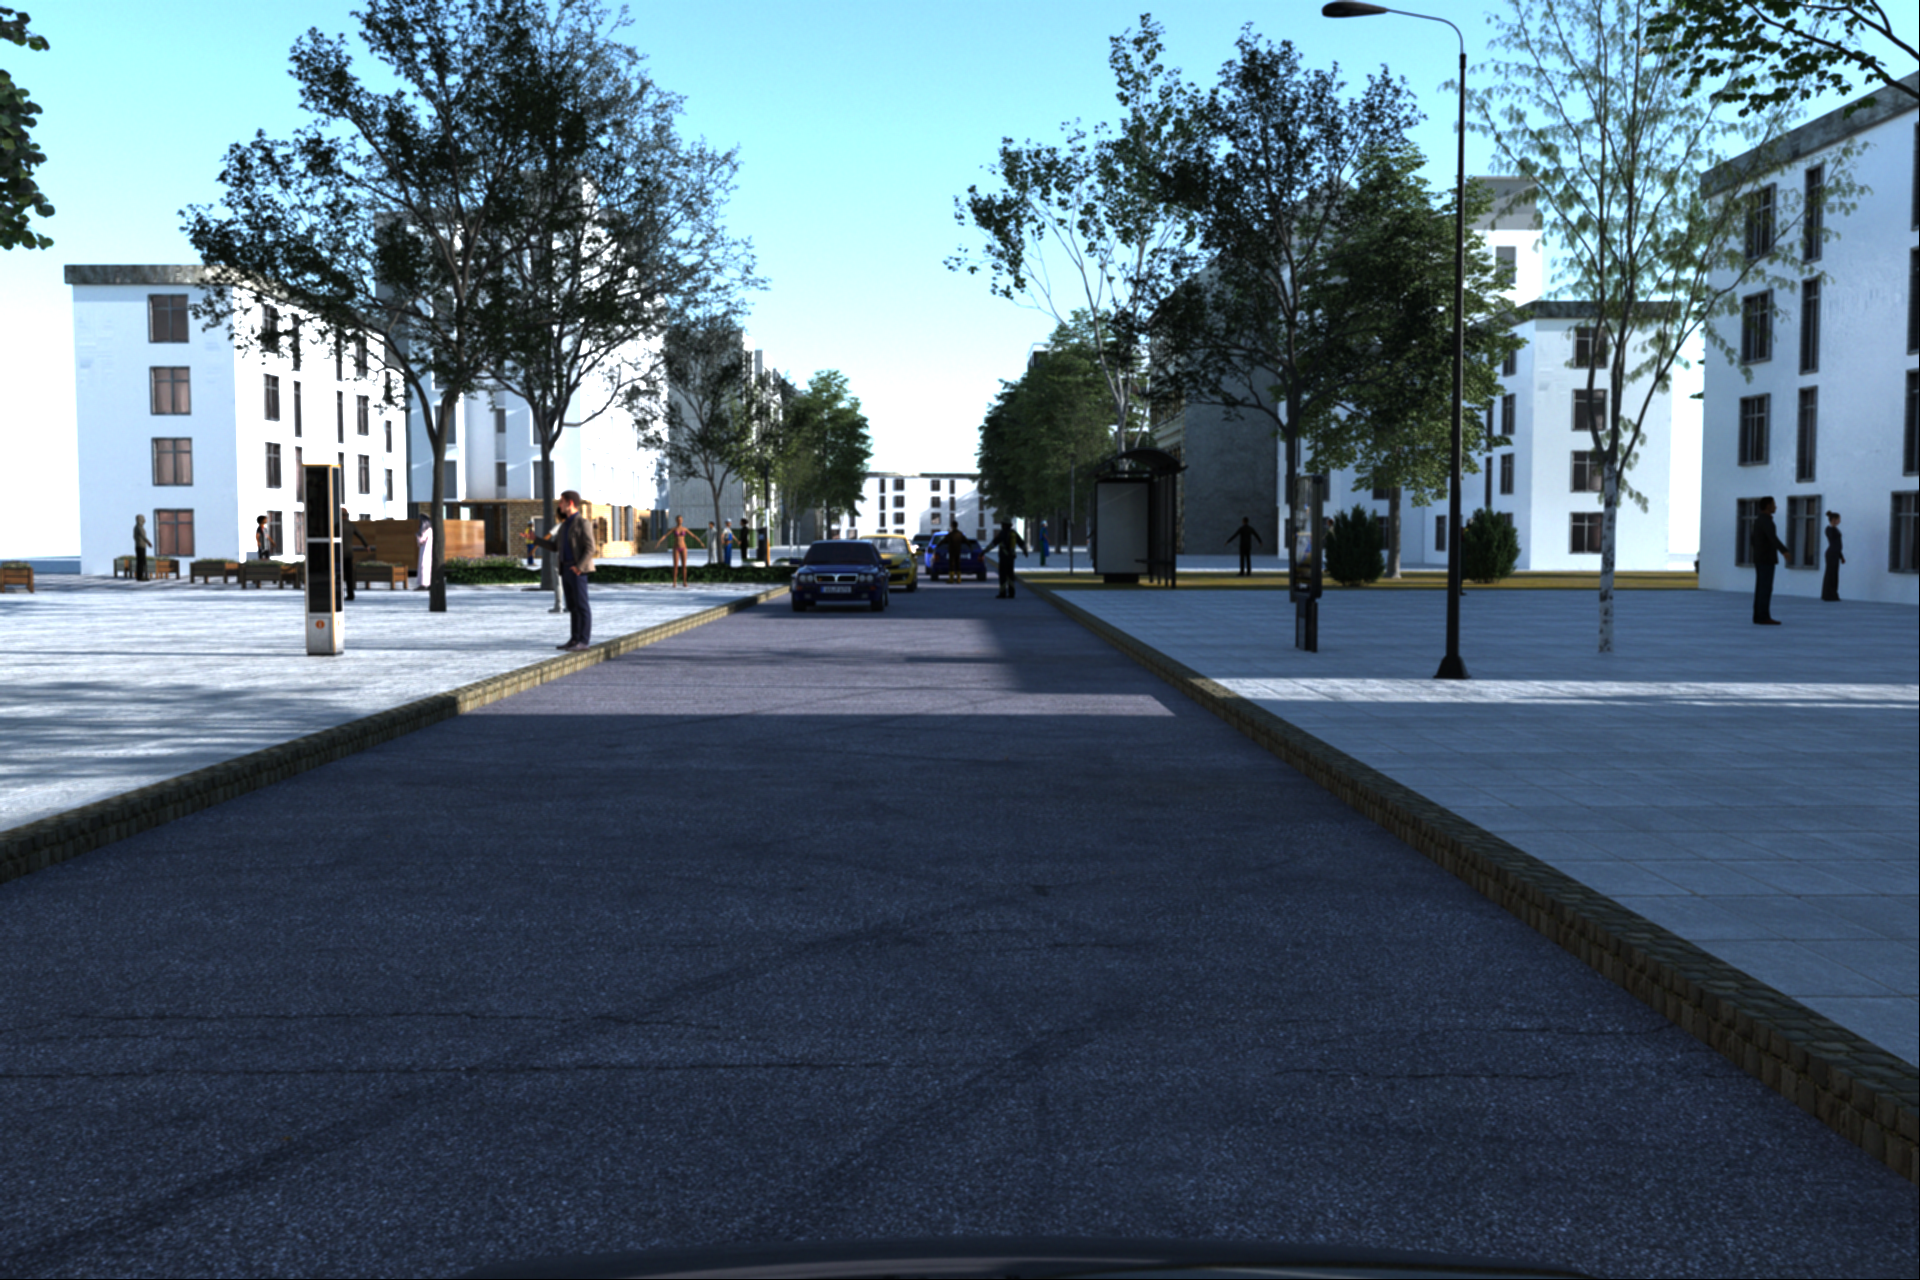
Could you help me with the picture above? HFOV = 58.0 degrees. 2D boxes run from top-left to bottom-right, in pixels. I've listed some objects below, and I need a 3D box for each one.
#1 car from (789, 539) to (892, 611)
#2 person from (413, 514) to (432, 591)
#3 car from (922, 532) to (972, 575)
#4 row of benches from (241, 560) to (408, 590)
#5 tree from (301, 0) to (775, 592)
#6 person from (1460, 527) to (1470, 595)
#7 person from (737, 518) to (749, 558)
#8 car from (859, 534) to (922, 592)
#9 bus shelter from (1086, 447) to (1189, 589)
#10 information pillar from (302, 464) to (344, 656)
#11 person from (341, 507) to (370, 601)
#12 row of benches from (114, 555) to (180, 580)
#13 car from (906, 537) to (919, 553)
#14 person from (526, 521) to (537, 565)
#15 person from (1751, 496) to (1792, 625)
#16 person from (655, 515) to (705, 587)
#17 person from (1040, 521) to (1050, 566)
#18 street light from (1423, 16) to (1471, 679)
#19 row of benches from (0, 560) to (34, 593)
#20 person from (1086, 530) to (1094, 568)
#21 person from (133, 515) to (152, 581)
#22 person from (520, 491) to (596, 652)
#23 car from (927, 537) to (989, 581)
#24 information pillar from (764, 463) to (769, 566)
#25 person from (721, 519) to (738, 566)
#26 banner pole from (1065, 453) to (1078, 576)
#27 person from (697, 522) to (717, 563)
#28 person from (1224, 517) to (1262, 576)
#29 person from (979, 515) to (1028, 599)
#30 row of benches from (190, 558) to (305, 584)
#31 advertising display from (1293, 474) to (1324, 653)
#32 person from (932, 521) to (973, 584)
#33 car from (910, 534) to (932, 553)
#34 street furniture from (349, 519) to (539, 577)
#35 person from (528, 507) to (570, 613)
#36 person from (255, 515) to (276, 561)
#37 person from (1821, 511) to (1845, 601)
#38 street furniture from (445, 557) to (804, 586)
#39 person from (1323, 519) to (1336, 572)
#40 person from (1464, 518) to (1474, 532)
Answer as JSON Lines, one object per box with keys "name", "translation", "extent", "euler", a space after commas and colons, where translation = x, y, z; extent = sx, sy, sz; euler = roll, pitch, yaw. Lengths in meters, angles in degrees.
{"name": "car", "translation": [-2.272, -1.270, 33.340], "extent": [1.945, 1.354, 3.894], "euler": [0, 4, -1]}
{"name": "person", "translation": [-12.078, -1.982, 39.118], "extent": [0.621, 1.740, 0.551], "euler": [-2, 4, -25]}
{"name": "car", "translation": [-0.402, -3.198, 61.886], "extent": [1.945, 1.707, 3.694], "euler": [0, 4, -1]}
{"name": "row of benches", "translation": [-14.933, -1.529, 40.465], "extent": [4.104, 0.672, 1.422], "euler": [1, 4, 13]}
{"name": "tree", "translation": [-9.239, -7.844, 38.623], "extent": [12.009, 13.543, 11.850], "euler": [0, 3, 0]}
{"name": "person", "translation": [10.551, -1.659, 36.336], "extent": [0.599, 1.438, 0.989], "euler": [2, 4, 29]}
{"name": "person", "translation": [-7.274, -3.176, 58.106], "extent": [0.705, 1.806, 1.347], "euler": [0, 4, 0]}
{"name": "car", "translation": [-1.956, -2.064, 43.964], "extent": [2.015, 1.641, 3.980], "euler": [0, 3, 0]}
{"name": "bus shelter", "translation": [4.306, -3.000, 42.976], "extent": [2.014, 3.302, 5.546], "euler": [0, 4, 0]}
{"name": "information pillar", "translation": [-6.704, -0.841, 18.241], "extent": [0.304, 2.012, 0.304], "euler": [0, 4, -1]}
{"name": "person", "translation": [-11.919, -1.666, 33.423], "extent": [0.705, 1.807, 1.348], "euler": [2, 4, 34]}
{"name": "row of benches", "translation": [-23.704, -2.135, 50.364], "extent": [1.422, 0.672, 4.104], "euler": [-3, 5, -41]}
{"name": "car", "translation": [-2.619, -3.301, 66.333], "extent": [2.083, 1.381, 4.827], "euler": [0, 4, 0]}
{"name": "person", "translation": [-17.678, -4.003, 71.422], "extent": [0.705, 1.833, 1.349], "euler": [-2, 4, -32]}
{"name": "person", "translation": [11.488, -1.136, 24.640], "extent": [0.705, 1.821, 1.348], "euler": [0, 4, 8]}
{"name": "person", "translation": [-6.785, -2.151, 41.975], "extent": [1.217, 1.733, 0.721], "euler": [-1, 4, -18]}
{"name": "person", "translation": [3.350, -3.829, 68.734], "extent": [0.704, 1.817, 1.347], "euler": [-1, 4, -9]}
{"name": "street light", "translation": [4.933, -2.614, 15.273], "extent": [1.470, 5.913, 1.316], "euler": [0, 4, -1]}
{"name": "row of benches", "translation": [-21.498, -1.466, 39.430], "extent": [1.422, 0.672, 4.104], "euler": [-2, 4, -29]}
{"name": "person", "translation": [5.122, -3.493, 63.827], "extent": [1.216, 1.740, 0.721], "euler": [-2, 4, -34]}
{"name": "person", "translation": [-22.375, -2.522, 47.362], "extent": [0.705, 1.813, 1.348], "euler": [-3, 4, -38]}
{"name": "person", "translation": [-4.408, -0.761, 19.019], "extent": [0.750, 1.759, 0.617], "euler": [-2, 4, -24]}
{"name": "car", "translation": [-0.061, -2.528, 53.915], "extent": [1.945, 1.354, 3.894], "euler": [0, 4, -1]}
{"name": "information pillar", "translation": [-6.322, -3.998, 56.723], "extent": [0.183, 3.616, 0.504], "euler": [0, 4, 1]}
{"name": "person", "translation": [-8.411, -3.492, 62.950], "extent": [0.705, 1.847, 1.347], "euler": [1, 4, 18]}
{"name": "banner pole", "translation": [3.444, -3.860, 53.123], "extent": [0.401, 3.779, 0.863], "euler": [0, 4, -1]}
{"name": "person", "translation": [-10.595, -4.131, 73.730], "extent": [1.347, 1.806, 0.705], "euler": [2, 4, 28]}
{"name": "person", "translation": [8.730, -2.867, 53.094], "extent": [1.346, 1.802, 0.704], "euler": [-2, 4, -24]}
{"name": "person", "translation": [1.025, -1.858, 38.613], "extent": [1.354, 1.856, 0.705], "euler": [-3, 4, -37]}
{"name": "row of benches", "translation": [-18.110, -1.800, 44.896], "extent": [4.104, 0.672, 1.422], "euler": [1, 4, 13]}
{"name": "advertising display", "translation": [3.835, -0.851, 19.123], "extent": [0.123, 1.923, 0.974], "euler": [0, 4, -1]}
{"name": "person", "translation": [-0.172, -2.539, 50.107], "extent": [1.346, 1.812, 0.704], "euler": [-2, 4, -31]}
{"name": "car", "translation": [-2.534, -6.732, 119.850], "extent": [2.009, 1.686, 4.222], "euler": [0, 3, 0]}
{"name": "street furniture", "translation": [-16.535, -2.947, 55.045], "extent": [9.812, 1.723, 11.010], "euler": [0, 4, 1]}
{"name": "person", "translation": [-6.555, -1.316, 28.288], "extent": [0.721, 1.739, 1.217], "euler": [2, 4, 34]}
{"name": "person", "translation": [-19.546, -2.600, 48.654], "extent": [0.704, 1.843, 1.345], "euler": [0, 4, -3]}
{"name": "person", "translation": [16.660, -1.595, 32.925], "extent": [0.445, 1.727, 0.742], "euler": [1, 4, 12]}
{"name": "street furniture", "translation": [-8.302, -1.864, 46.096], "extent": [10.072, 0.657, 5.734], "euler": [0, 4, -6]}
{"name": "person", "translation": [12.630, -3.234, 59.155], "extent": [0.705, 1.796, 1.348], "euler": [3, 5, 44]}
{"name": "person", "translation": [18.068, -3.400, 61.366], "extent": [0.705, 1.858, 1.354], "euler": [-3, 5, -41]}
